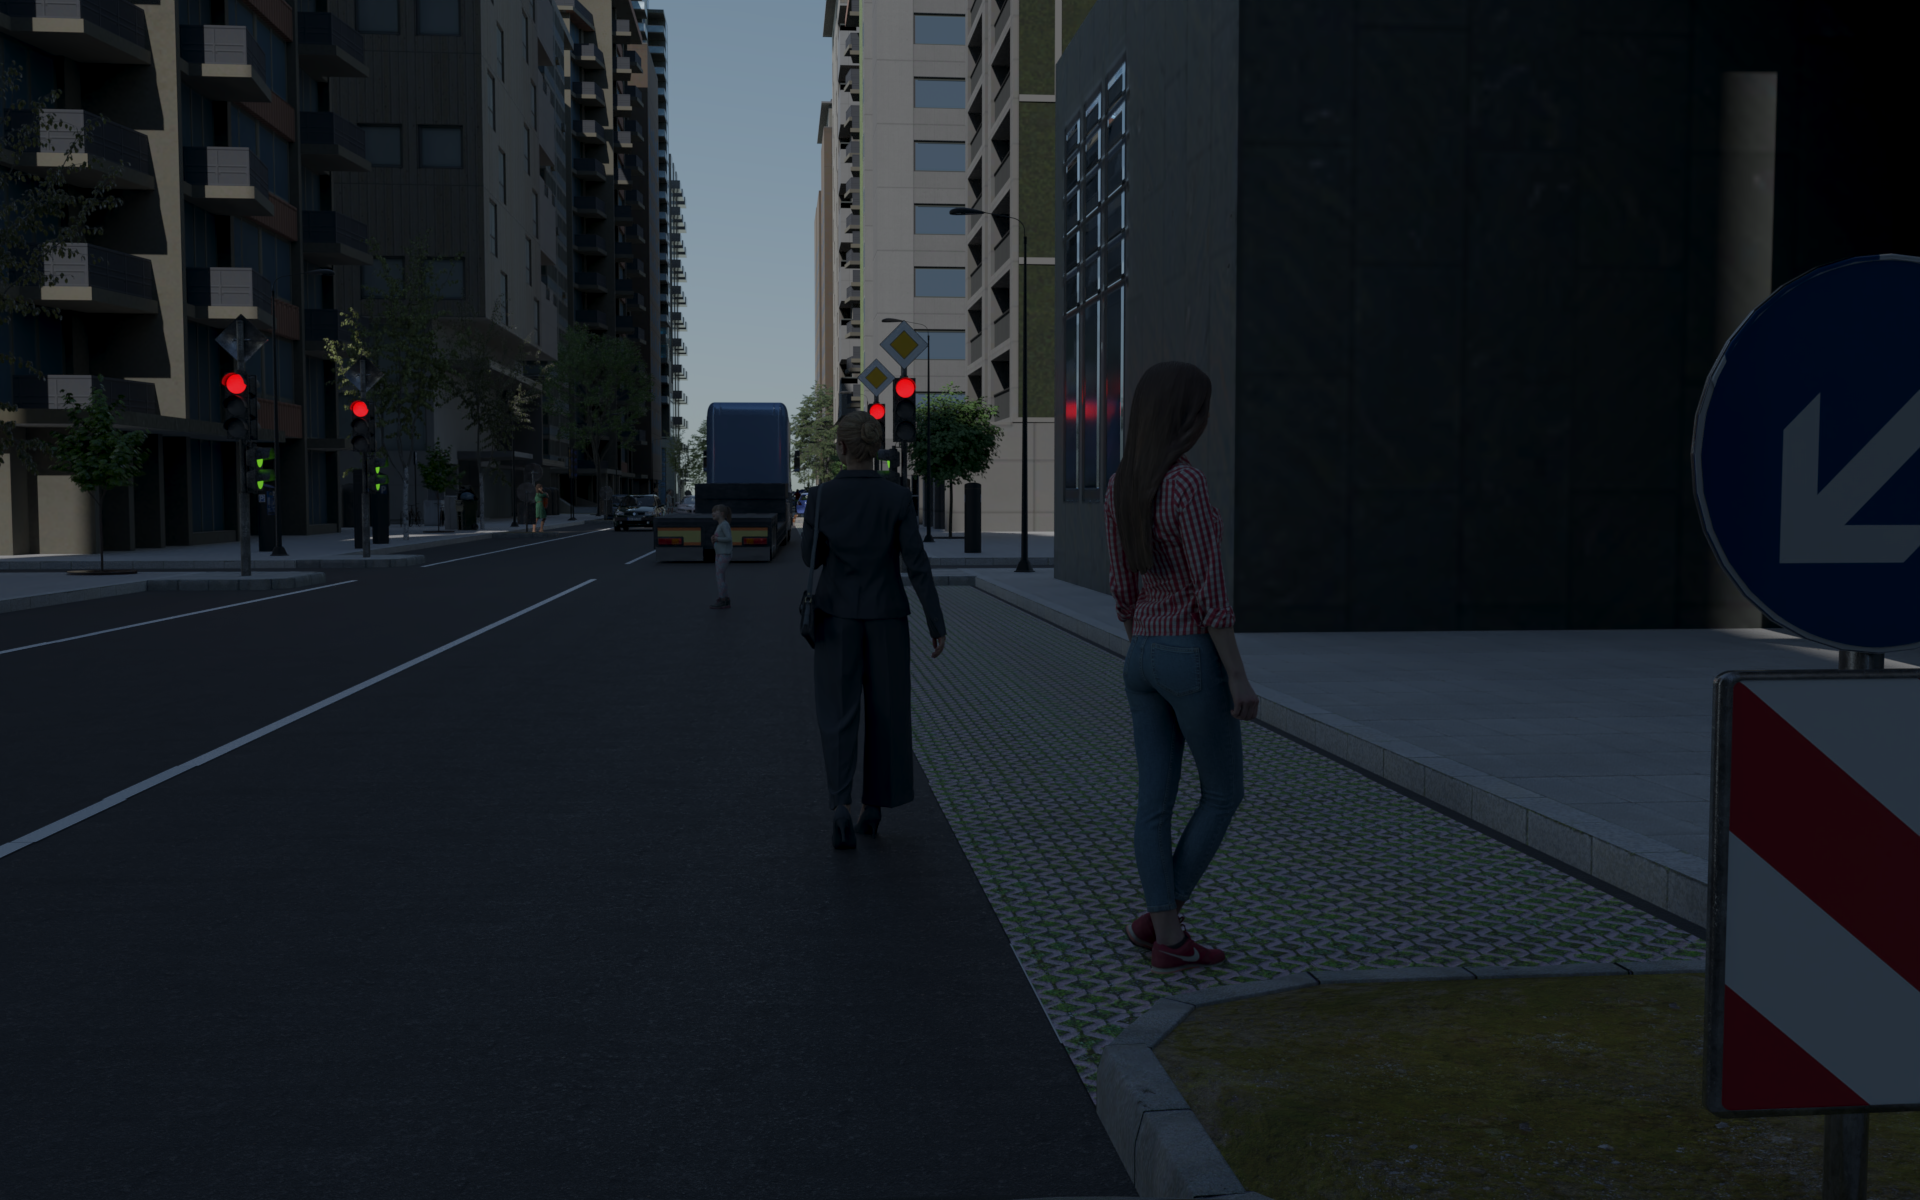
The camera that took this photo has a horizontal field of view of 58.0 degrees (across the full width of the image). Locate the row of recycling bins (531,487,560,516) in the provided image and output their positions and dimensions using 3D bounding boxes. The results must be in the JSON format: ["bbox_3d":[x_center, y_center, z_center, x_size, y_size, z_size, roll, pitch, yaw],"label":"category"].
[{"bbox_3d":[-24.880,-5.933,104.118,1.069,1.692,3.534,0,4,5],"label":"row of recycling bins"}]

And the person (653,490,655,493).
[{"bbox_3d":[-22.060,-7.130,125.795,0.721,1.735,1.217,0,4,3],"label":"person"}]

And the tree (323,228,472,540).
[{"bbox_3d":[-15.557,-5.988,48.265,4.737,8.622,4.395,0,3,0],"label":"tree"}]

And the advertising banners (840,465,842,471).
[{"bbox_3d":[-6.949,-6.551,103.302,0.090,3.025,2.074,1,4,9],"label":"advertising banners"}]

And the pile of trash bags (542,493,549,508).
[{"bbox_3d":[-25.557,-5.560,100.665,3.447,1.369,1.912,0,4,7],"label":"pile of trash bags"}]

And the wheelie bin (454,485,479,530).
[{"bbox_3d":[-17.487,-3.271,61.396,0.693,1.594,0.980,-3,5,-44],"label":"wheelie bin"}]

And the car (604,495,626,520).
[{"bbox_3d":[-17.608,-4.806,90.579,2.014,1.417,4.499,0,4,-7],"label":"car"}]

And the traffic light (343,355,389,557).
[{"bbox_3d":[-12.010,-2.818,34.990,0.839,4.253,0.868,0,4,-6],"label":"traffic light"}]

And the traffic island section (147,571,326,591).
[{"bbox_3d":[-11.220,-0.300,27.179,2.009,0.180,2.903,0,4,-6],"label":"traffic island section"}]

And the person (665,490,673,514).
[{"bbox_3d":[-17.868,-5.935,106.548,0.522,1.701,0.512,0,4,7],"label":"person"}]

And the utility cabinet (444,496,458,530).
[{"bbox_3d":[-18.228,-3.161,62.838,0.306,1.237,1.020,2,4,28],"label":"utility cabinet"}]

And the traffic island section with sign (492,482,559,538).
[{"bbox_3d":[-14.410,-2.995,57.591,1.989,1.847,2.006,0,4,-6],"label":"traffic island section with sign"}]

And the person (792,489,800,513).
[{"bbox_3d":[-12.369,-7.558,132.030,1.348,1.831,0.705,1,4,14],"label":"person"}]

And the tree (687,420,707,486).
[{"bbox_3d":[-37.639,-21.046,262.229,7.486,12.596,7.792,0,3,0],"label":"tree"}]

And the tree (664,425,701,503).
[{"bbox_3d":[-29.912,-14.371,185.333,4.737,8.622,4.395,0,3,0],"label":"tree"}]

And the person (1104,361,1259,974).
[{"bbox_3d":[0.669,0.204,5.168,0.388,1.821,0.555,-3,5,-41],"label":"person"}]

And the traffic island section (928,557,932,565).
[{"bbox_3d":[-1.715,-0.851,36.193,2.009,0.180,2.903,0,4,-6],"label":"traffic island section"}]

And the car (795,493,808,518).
[{"bbox_3d":[-9.197,-5.930,106.548,1.945,1.707,3.694,0,4,-5],"label":"car"}]

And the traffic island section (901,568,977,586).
[{"bbox_3d":[-0.884,-0.365,28.251,2.009,0.180,2.903,0,4,-6],"label":"traffic island section"}]

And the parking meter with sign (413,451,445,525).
[{"bbox_3d":[-21.428,-4.566,70.914,1.738,3.016,0.543,-1,4,-13],"label":"parking meter with sign"}]

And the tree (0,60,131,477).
[{"bbox_3d":[-13.187,-4.380,21.978,4.360,8.622,3.978,0,3,0],"label":"tree"}]

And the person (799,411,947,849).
[{"bbox_3d":[-0.377,0.110,7.125,0.576,1.772,0.534,-1,4,-21],"label":"person"}]

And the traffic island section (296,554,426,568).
[{"bbox_3d":[-12.051,-0.785,35.121,2.009,0.180,2.903,0,4,-6],"label":"traffic island section"}]

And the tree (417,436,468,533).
[{"bbox_3d":[-17.291,-3.866,57.817,1.663,3.219,1.824,0,3,0],"label":"tree"}]

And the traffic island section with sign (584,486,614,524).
[{"bbox_3d":[-17.212,-4.634,84.400,1.989,1.847,2.006,0,4,-6],"label":"traffic island section with sign"}]

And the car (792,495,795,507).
[{"bbox_3d":[-16.156,-9.856,173.142,2.014,1.417,4.499,0,4,-7],"label":"car"}]

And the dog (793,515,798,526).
[{"bbox_3d":[-7.612,-3.591,77.998,0.540,0.507,0.406,-2,4,-29],"label":"dog"}]

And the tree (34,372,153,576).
[{"bbox_3d":[-13.644,-2.017,27.580,1.663,3.219,1.824,0,3,0],"label":"tree"}]

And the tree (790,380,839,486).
[{"bbox_3d":[-15.093,-17.645,195.150,9.857,13.997,8.962,0,3,0],"label":"tree"}]

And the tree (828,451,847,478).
[{"bbox_3d":[-7.056,-7.987,114.298,4.285,4.588,4.351,0,3,0],"label":"tree"}]

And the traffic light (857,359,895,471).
[{"bbox_3d":[-1.756,-2.884,36.075,0.839,4.253,0.868,0,4,-6],"label":"traffic light"}]

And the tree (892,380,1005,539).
[{"bbox_3d":[-0.348,-4.059,50.078,4.285,4.588,4.351,0,3,0],"label":"tree"}]

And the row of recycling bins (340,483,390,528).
[{"bbox_3d":[-23.294,-3.703,67.662,1.069,1.692,3.534,0,4,4],"label":"row of recycling bins"}]

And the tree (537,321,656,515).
[{"bbox_3d":[-22.121,-10.983,105.331,9.928,11.665,9.643,0,3,0],"label":"tree"}]

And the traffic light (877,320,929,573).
[{"bbox_3d":[-0.925,-2.398,28.133,0.839,4.253,0.868,0,4,-6],"label":"traffic light"}]

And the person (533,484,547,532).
[{"bbox_3d":[-15.049,-3.251,61.900,0.529,1.795,0.600,-1,4,-21],"label":"person"}]

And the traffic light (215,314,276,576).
[{"bbox_3d":[-11.179,-2.332,27.048,0.839,4.253,0.868,0,4,-6],"label":"traffic light"}]

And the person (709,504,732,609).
[{"bbox_3d":[-3.008,-0.549,21.761,0.394,1.301,0.425,-3,5,-41],"label":"person"}]

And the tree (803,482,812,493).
[{"bbox_3d":[-20.451,-14.618,233.606,1.663,3.219,1.824,0,3,0],"label":"tree"}]

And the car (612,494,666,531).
[{"bbox_3d":[-12.574,-3.565,68.077,2.009,1.686,4.222,0,4,-4],"label":"car"}]

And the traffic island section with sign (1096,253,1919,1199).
[{"bbox_3d":[1.349,0.305,3.645,1.989,1.847,2.006,0,4,-6],"label":"traffic island section with sign"}]

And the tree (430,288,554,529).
[{"bbox_3d":[-17.096,-6.865,62.603,4.360,8.622,3.978,0,3,0],"label":"tree"}]

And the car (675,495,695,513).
[{"bbox_3d":[-14.183,-4.929,92.945,2.083,1.381,4.827,0,4,-5],"label":"car"}]

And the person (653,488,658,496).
[{"bbox_3d":[-18.419,-5.764,102.960,1.509,1.804,0.699,-3,5,-40],"label":"person"}]

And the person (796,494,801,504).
[{"bbox_3d":[-11.349,-6.814,123.162,0.557,1.426,1.065,1,4,18],"label":"person"}]
